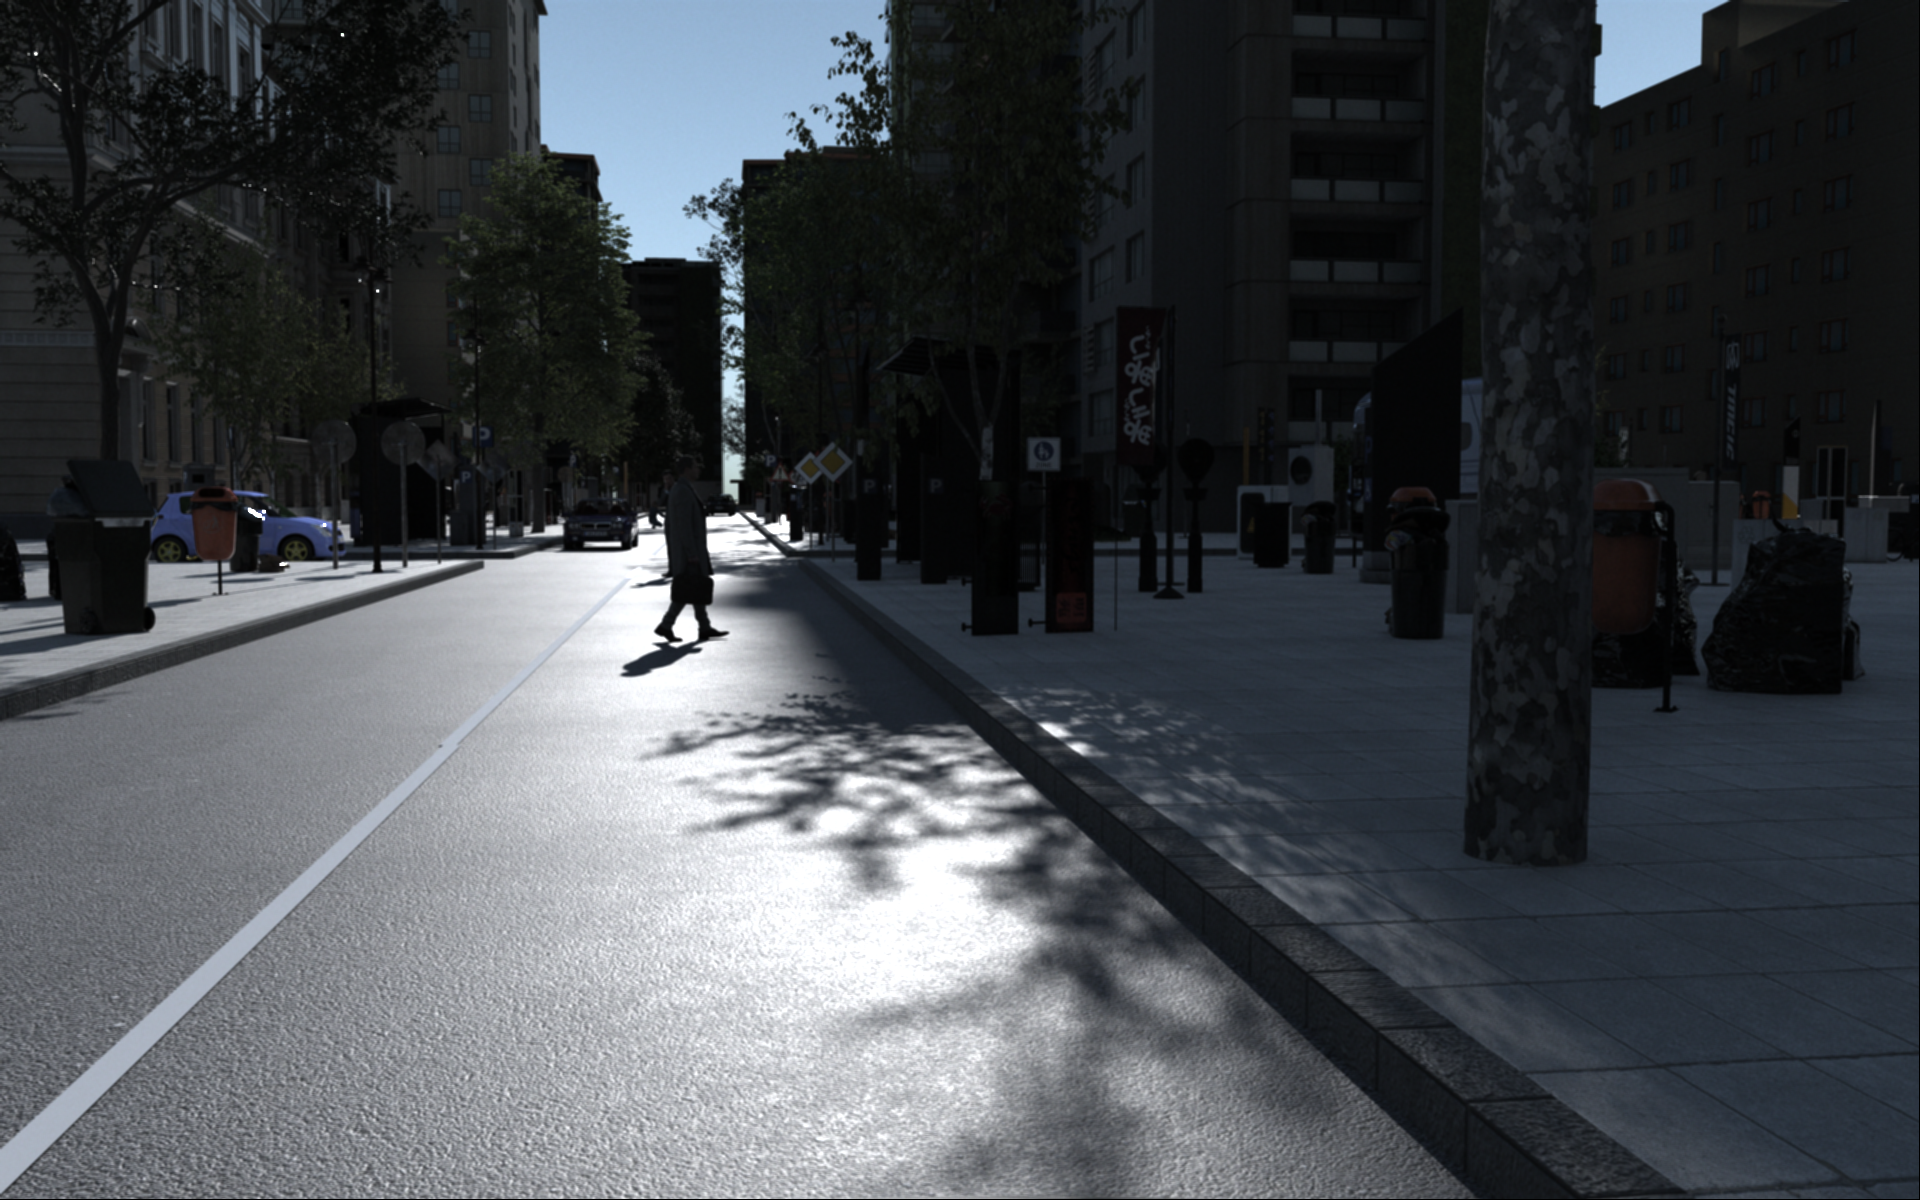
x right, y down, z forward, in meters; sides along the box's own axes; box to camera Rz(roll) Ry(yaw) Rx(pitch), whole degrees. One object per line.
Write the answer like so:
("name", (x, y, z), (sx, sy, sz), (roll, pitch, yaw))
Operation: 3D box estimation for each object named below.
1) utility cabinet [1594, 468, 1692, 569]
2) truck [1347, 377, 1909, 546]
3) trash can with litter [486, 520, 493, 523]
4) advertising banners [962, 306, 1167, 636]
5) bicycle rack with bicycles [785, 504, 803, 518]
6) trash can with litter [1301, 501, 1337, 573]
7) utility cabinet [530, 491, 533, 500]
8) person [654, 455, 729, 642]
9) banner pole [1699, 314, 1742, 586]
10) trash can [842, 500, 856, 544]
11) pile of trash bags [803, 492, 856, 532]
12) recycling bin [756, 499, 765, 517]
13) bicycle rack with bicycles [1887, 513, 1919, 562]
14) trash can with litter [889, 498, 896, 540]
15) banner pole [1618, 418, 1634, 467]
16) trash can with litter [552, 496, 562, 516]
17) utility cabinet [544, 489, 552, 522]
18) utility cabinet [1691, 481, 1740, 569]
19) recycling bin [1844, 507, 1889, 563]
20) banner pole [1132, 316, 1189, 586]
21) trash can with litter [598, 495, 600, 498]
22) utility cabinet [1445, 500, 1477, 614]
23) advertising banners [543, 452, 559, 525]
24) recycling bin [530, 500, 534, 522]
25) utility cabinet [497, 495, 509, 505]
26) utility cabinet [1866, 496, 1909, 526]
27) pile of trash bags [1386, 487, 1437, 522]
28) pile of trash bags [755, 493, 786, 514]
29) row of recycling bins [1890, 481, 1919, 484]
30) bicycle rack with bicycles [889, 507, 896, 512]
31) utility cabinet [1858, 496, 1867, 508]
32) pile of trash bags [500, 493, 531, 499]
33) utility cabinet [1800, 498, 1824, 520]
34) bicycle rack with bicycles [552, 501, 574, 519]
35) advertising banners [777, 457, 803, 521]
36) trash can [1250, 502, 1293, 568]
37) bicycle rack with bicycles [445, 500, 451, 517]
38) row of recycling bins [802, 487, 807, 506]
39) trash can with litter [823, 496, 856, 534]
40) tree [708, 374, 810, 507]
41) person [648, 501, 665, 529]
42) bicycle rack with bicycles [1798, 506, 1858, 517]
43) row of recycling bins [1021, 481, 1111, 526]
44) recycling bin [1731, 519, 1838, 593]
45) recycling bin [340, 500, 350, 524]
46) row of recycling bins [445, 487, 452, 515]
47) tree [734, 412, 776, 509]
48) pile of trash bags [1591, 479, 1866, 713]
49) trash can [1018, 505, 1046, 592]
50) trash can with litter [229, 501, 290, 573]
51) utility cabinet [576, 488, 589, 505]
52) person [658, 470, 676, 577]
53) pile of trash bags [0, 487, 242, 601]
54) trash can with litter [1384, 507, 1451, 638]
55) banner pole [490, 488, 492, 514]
("utility cabinet", (5.511, -0.366, 14.667), (1.173, 1.500, 0.318), (0, 4, -4))
("truck", (17.703, -3.106, 40.535), (18.799, 4.110, 2.967), (-1, 4, -9))
("trash can with litter", (-21.547, -4.078, 77.732), (1.678, 1.210, 2.233), (-1, 4, -14))
("advertising banners", (0.988, -1.210, 15.965), (2.074, 3.025, 0.090), (-1, 4, -22))
("bicycle rack with bicycles", (-8.327, -4.849, 92.655), (2.852, 0.926, 2.925), (2, 4, 30))
("trash can with litter", (5.754, -1.027, 28.180), (0.624, 1.170, 1.055), (0, 4, -1))
("utility cabinet", (-27.912, -6.314, 111.907), (1.173, 1.500, 0.318), (-1, 4, -19))
("person", (-2.623, -0.509, 16.923), (0.767, 1.812, 0.694), (-1, 4, -16))
("banner pole", (10.579, -2.075, 23.943), (0.401, 3.779, 0.863), (0, 4, 0))
("trash can", (-2.698, -2.023, 44.723), (0.748, 1.137, 0.748), (0, 3, 0))
("pile of trash bags", (-4.460, -3.043, 59.503), (1.912, 1.369, 3.447), (0, 4, -7))
("recycling bin", (-10.786, -5.082, 95.649), (0.722, 1.027, 0.722), (-3, 5, -42))
("bicycle rack with bicycles", (18.961, -1.136, 31.961), (2.852, 0.926, 2.925), (0, 4, -7))
("trash can with litter", (-2.134, -2.303, 49.036), (1.055, 1.170, 0.624), (3, 4, 38))
("banner pole", (21.759, -4.072, 56.587), (0.863, 3.779, 0.401), (-2, 4, -31))
("trash can with litter", (-23.726, -5.466, 100.752), (1.055, 1.170, 0.624), (-2, 4, -24))
("utility cabinet", (-18.650, -4.229, 77.820), (0.318, 1.500, 1.173), (0, 4, 5))
("utility cabinet", (12.561, -1.264, 29.345), (1.173, 1.500, 0.318), (0, 4, -3))
("recycling bin", (16.929, -1.218, 32.472), (0.722, 1.027, 0.722), (1, 4, 17))
("banner pole", (2.795, -2.107, 24.460), (0.863, 3.779, 0.401), (3, 4, 38))
("trash can with litter", (-21.042, -5.355, 98.604), (2.233, 1.210, 1.678), (-1, 4, -12))
("utility cabinet", (5.773, -0.464, 18.749), (1.020, 1.237, 0.306), (-1, 4, -16))
("advertising banners", (-17.241, -4.669, 72.530), (0.090, 3.025, 2.074), (0, 4, 8))
("recycling bin", (-19.511, -4.140, 80.236), (0.722, 1.027, 0.722), (1, 4, 22))
("utility cabinet", (-24.970, -5.116, 94.812), (1.020, 1.237, 0.306), (1, 4, 13))
("utility cabinet", (23.777, -2.021, 44.199), (1.020, 1.237, 0.306), (1, 4, 11))
("pile of trash bags", (7.065, -0.751, 22.038), (3.447, 1.369, 1.912), (-1, 4, -12))
("pile of trash bags", (-12.341, -6.216, 111.380), (1.912, 1.369, 3.447), (1, 4, 16))
("row of recycling bins", (29.125, -2.769, 52.389), (1.069, 1.692, 3.534), (0, 4, -1))
("bicycle rack with bicycles", (-2.419, -4.714, 90.461), (2.925, 0.926, 2.852), (1, 4, 19))
("utility cabinet", (24.675, -2.180, 46.804), (0.306, 1.237, 1.020), (0, 3, 0))
("pile of trash bags", (-26.764, -5.736, 103.540), (1.912, 1.369, 3.447), (-3, 4, -38))
("utility cabinet", (12.317, -0.853, 25.105), (0.306, 1.237, 1.020), (2, 4, 25))
("bicycle rack with bicycles", (-20.833, -4.672, 89.766), (2.852, 0.926, 2.925), (-3, 4, -37))
("advertising banners", (-8.202, -5.335, 83.419), (0.090, 3.025, 2.074), (2, 4, 32))
("trash can", (5.445, -1.140, 30.285), (0.748, 1.137, 0.748), (0, 3, 0))
("bicycle rack with bicycles", (-28.162, -5.037, 95.733), (2.925, 0.926, 2.852), (1, 4, 22))
("row of recycling bins", (-9.519, -5.919, 103.887), (1.069, 1.692, 3.534), (0, 4, 6))
("trash can with litter", (-3.577, -2.773, 56.389), (2.233, 1.210, 1.678), (-2, 4, -34))
("tree", (-19.761, -15.773, 168.263), (12.009, 13.543, 11.850), (0, 3, 0))
("person", (-12.692, -3.550, 72.043), (1.012, 1.151, 0.738), (2, 4, 35))
("bicycle rack with bicycles", (26.846, -2.463, 53.657), (2.852, 0.926, 2.925), (1, 4, 10))
("row of recycling bins", (3.340, -2.975, 55.752), (3.534, 1.692, 1.069), (-2, 4, -35))
("recycling bin", (8.201, -0.287, 17.241), (0.722, 1.027, 0.722), (-2, 4, -33))
("recycling bin", (-26.253, -3.800, 74.684), (0.722, 1.027, 0.722), (0, 4, -6))
("row of recycling bins", (-31.342, -6.040, 105.863), (1.069, 1.692, 3.534), (-1, 4, -12))
("tree", (-17.996, -12.318, 151.765), (4.360, 8.622, 3.978), (0, 3, 0))
("pile of trash bags", (4.828, -0.107, 11.495), (1.912, 1.369, 3.447), (3, 4, 36))
("trash can", (0.767, -0.691, 22.944), (0.748, 1.137, 0.748), (0, 3, 0))
("trash can with litter", (-11.582, -1.052, 28.584), (1.055, 1.170, 0.624), (1, 4, 13))
("utility cabinet", (-14.768, -3.614, 67.761), (0.318, 1.500, 1.173), (-1, 4, -22))
("person", (-4.910, -1.324, 29.946), (0.655, 1.846, 0.447), (1, 4, 11))
("pile of trash bags", (-10.749, -0.719, 21.504), (3.447, 1.369, 1.912), (-1, 4, -14))
("trash can with litter", (4.054, -0.263, 15.690), (0.624, 1.170, 1.055), (0, 4, 1))
("banner pole", (-29.899, -7.402, 111.041), (0.401, 3.779, 0.863), (3, 5, 45))
